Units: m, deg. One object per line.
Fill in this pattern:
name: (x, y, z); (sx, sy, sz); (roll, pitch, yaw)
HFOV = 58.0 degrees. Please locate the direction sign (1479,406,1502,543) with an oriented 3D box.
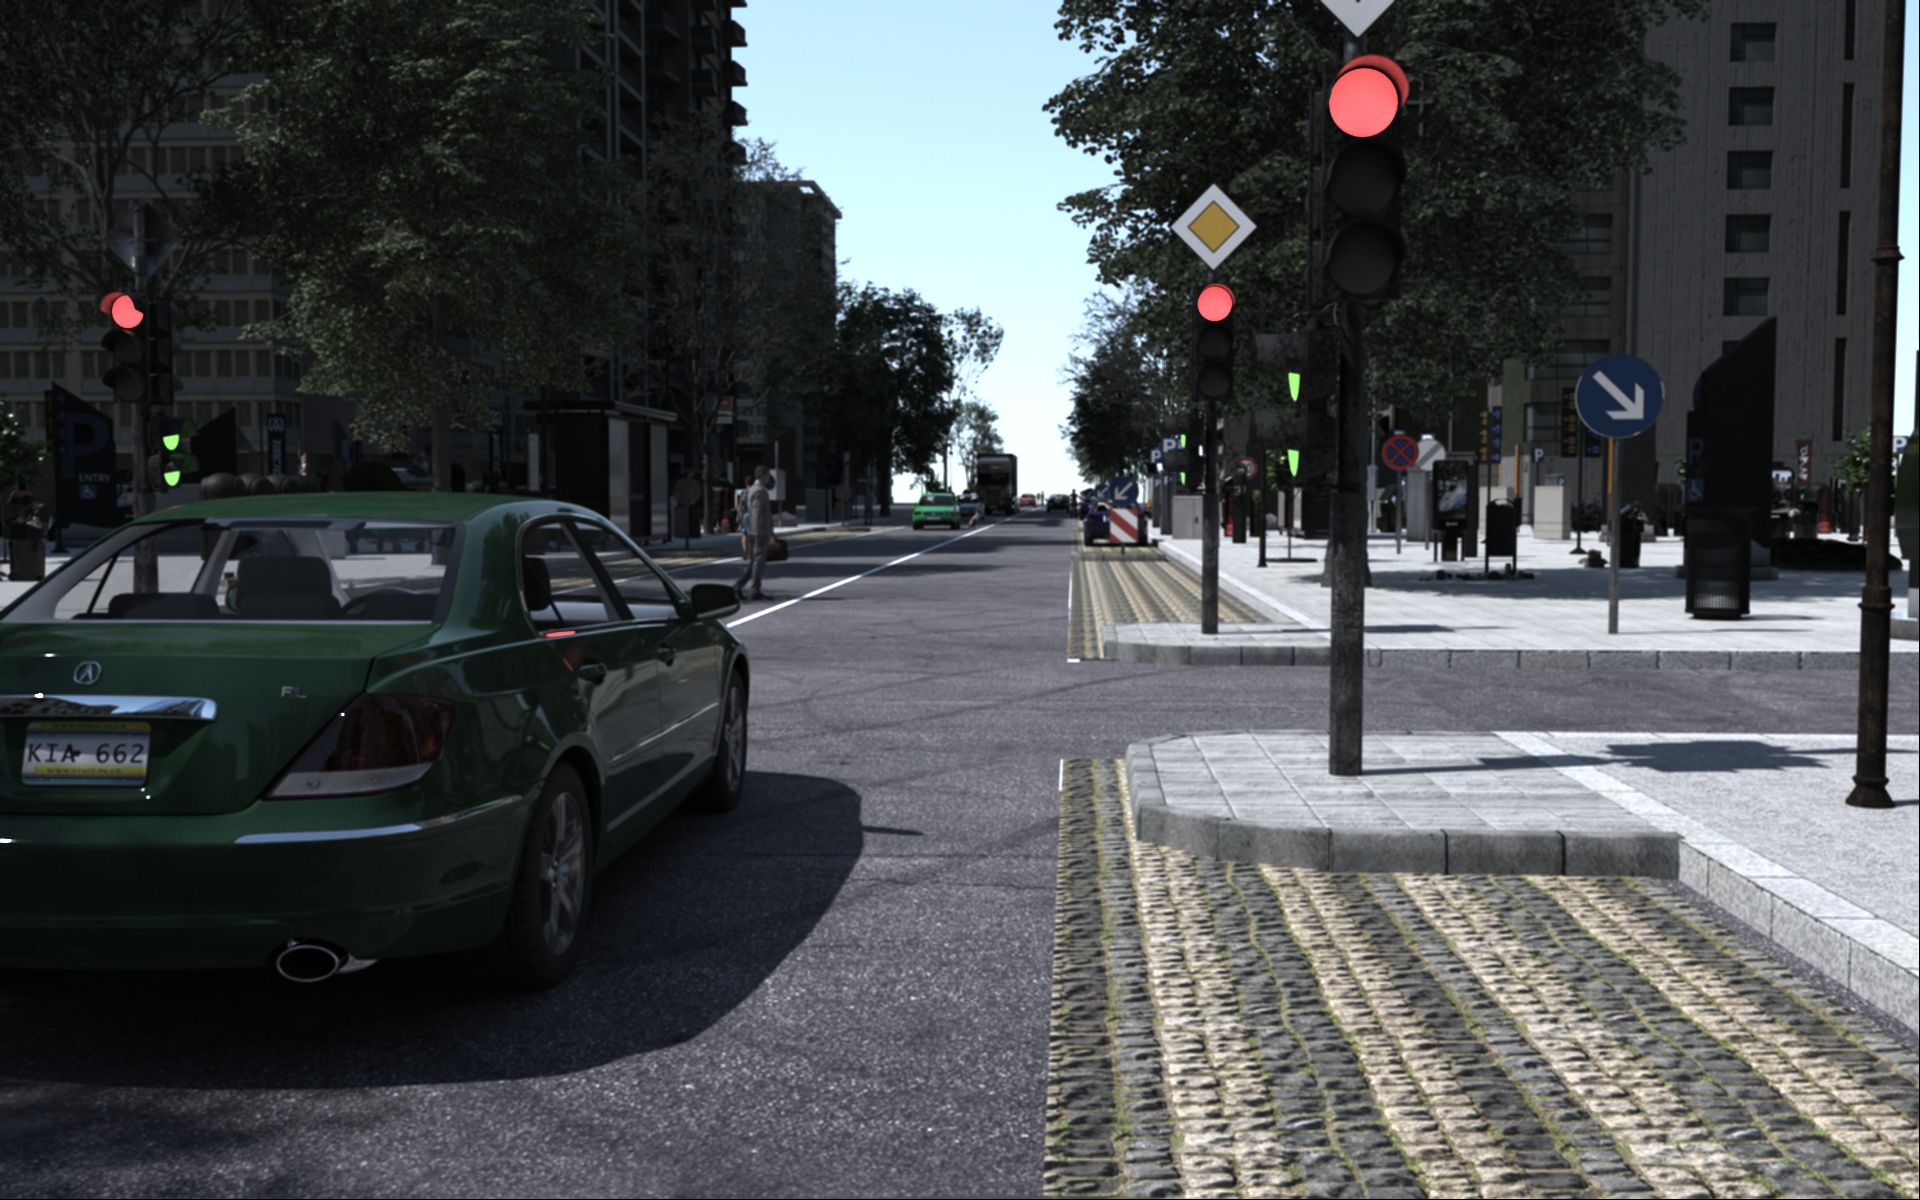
direction sign: (13.741, -3.239, 44.959); (0.379, 3.537, 0.876); (-1, 4, -19)

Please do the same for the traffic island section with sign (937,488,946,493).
traffic island section with sign: (-1.200, -6.556, 115.819); (1.989, 1.847, 2.006); (0, 4, 4)

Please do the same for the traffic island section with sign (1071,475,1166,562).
traffic island section with sign: (3.407, -1.764, 37.464); (1.989, 1.847, 2.006); (0, 4, 4)

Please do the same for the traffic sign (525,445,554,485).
traffic sign: (-10.838, -2.722, 44.615); (0.768, 2.556, 0.104); (0, 4, 5)

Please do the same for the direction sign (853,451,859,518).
direction sign: (-5.479, -6.063, 91.125); (0.379, 3.537, 0.876); (1, 4, 14)

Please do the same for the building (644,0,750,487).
building: (-27.909, -28.948, 127.917); (22.147, 44.769, 28.867); (0, 4, 4)

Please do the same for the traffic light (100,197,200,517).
traffic light: (-7.715, -1.683, 16.434); (0.839, 4.253, 0.868); (0, 4, 4)

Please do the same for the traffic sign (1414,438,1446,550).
traffic sign: (10.705, -2.417, 39.618); (0.768, 2.556, 0.104); (1, 4, 9)

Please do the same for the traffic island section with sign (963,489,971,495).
traffic island section with sign: (0.597, -8.204, 142.761); (1.989, 1.847, 2.006); (0, 4, 4)

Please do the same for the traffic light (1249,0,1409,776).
traffic light: (1.748, -1.156, 7.824); (0.839, 4.253, 0.868); (0, 4, 4)

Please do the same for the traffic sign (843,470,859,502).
traffic sign: (-5.799, -5.637, 92.172); (0.884, 2.594, 0.081); (0, 4, 7)

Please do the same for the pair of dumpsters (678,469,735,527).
pair of dumpsters: (-9.838, -3.933, 66.803); (1.574, 2.255, 4.437); (0, 4, 4)

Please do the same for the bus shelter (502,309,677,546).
bus shelter: (-8.635, -3.825, 40.165); (2.179, 5.291, 8.768); (0, 4, 4)

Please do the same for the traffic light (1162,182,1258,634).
traffic light: (2.275, -1.643, 15.792); (0.839, 4.253, 0.868); (0, 4, 4)

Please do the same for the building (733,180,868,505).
building: (-27.537, -31.265, 203.068); (32.217, 40.220, 23.993); (0, 4, 4)

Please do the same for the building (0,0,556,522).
building: (-32.961, -23.733, 79.919); (32.217, 40.220, 23.993); (0, 4, 4)

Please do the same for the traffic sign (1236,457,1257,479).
traffic sign: (9.870, -3.656, 59.884); (0.768, 2.556, 0.104); (0, 4, 8)

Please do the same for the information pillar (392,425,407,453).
information pillar: (-18.108, -3.959, 56.085); (0.504, 3.616, 0.183); (-1, 4, -14)

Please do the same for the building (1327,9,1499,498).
building: (35.178, -41.098, 110.196); (20.563, 71.187, 20.611); (0, 4, 4)

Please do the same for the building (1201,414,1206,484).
building: (44.220, -35.368, 232.888); (22.147, 44.769, 28.867); (0, 4, 4)

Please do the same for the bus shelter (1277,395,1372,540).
bus shelter: (10.715, -4.586, 52.612); (2.179, 5.291, 8.768); (0, 4, 4)

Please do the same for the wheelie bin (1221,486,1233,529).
wheelie bin: (10.078, -3.430, 63.981); (0.980, 1.594, 0.693); (3, 5, 44)

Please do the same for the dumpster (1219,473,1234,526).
dumpster: (10.602, -3.875, 65.852); (1.502, 2.255, 1.985); (0, 4, 4)

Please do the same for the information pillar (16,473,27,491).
information pillar: (-32.078, -3.348, 59.239); (0.304, 2.012, 0.304); (-3, 4, -36)

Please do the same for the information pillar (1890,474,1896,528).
information pillar: (34.895, -3.690, 64.818); (0.304, 2.012, 0.304); (3, 5, 44)

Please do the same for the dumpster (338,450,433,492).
dumpster: (-12.489, -2.158, 37.783); (1.502, 2.255, 1.985); (0, 4, 4)

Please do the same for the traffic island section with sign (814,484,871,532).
traffic island section with sign: (-4.467, -3.529, 66.324); (1.989, 1.847, 2.006); (0, 4, 4)

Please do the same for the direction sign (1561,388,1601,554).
direction sign: (13.235, -2.749, 36.950); (0.876, 3.537, 0.379); (0, 4, -6)

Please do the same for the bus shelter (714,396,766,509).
bus shelter: (-8.786, -5.861, 73.464); (2.179, 5.291, 8.768); (0, 4, 4)

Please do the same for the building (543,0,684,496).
building: (-27.684, -40.599, 102.038); (20.563, 71.187, 20.611); (0, 4, 4)

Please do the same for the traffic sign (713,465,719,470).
traffic sign: (-10.753, -4.574, 74.894); (0.768, 2.556, 0.104); (0, 4, 5)

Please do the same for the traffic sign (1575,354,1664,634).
traffic sign: (5.998, -0.961, 15.826); (0.768, 2.556, 0.104); (1, 4, 13)

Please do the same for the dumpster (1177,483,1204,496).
dumpster: (9.365, -3.990, 71.000); (1.264, 1.857, 1.865); (0, 4, 4)

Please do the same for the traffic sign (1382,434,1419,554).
traffic sign: (9.372, -2.251, 36.916); (0.768, 2.556, 0.104); (1, 4, 9)

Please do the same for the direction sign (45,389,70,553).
direction sign: (-19.629, -2.793, 37.665); (0.876, 3.537, 0.379); (3, 4, 37)

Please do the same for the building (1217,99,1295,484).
building: (41.557, -35.656, 206.669); (21.300, 48.544, 21.600); (0, 4, 4)

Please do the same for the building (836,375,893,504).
building: (-24.149, -23.567, 230.362); (27.650, 21.520, 28.899); (0, 4, 4)

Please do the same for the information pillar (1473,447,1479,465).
information pillar: (25.500, -5.765, 85.609); (0.183, 3.616, 0.504); (0, 4, -7)

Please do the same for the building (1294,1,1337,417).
building: (36.975, -36.298, 135.479); (21.231, 58.520, 28.212); (0, 4, 4)

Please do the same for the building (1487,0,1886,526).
building: (30.714, -18.632, 76.334); (14.160, 30.474, 14.107); (0, 4, 4)

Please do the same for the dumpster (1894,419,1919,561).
dumpster: (4.933, -0.269, 6.891); (1.502, 2.255, 1.985); (0, 4, 4)

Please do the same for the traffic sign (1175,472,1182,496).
traffic sign: (7.743, -3.793, 62.116); (0.768, 2.556, 0.104); (1, 4, 13)

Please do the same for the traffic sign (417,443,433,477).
traffic sign: (-11.952, -2.315, 39.034); (0.795, 2.450, 0.064); (1, 4, 9)

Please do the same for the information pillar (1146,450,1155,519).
information pillar: (10.004, -6.057, 90.394); (0.504, 3.616, 0.183); (1, 4, 10)

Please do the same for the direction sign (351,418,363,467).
direction sign: (-17.961, -3.647, 51.631); (0.379, 3.537, 0.876); (-3, 4, -37)

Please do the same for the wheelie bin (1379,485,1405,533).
wheelie bin: (14.461, -3.062, 57.974); (0.693, 1.594, 0.980); (-1, 4, -17)
